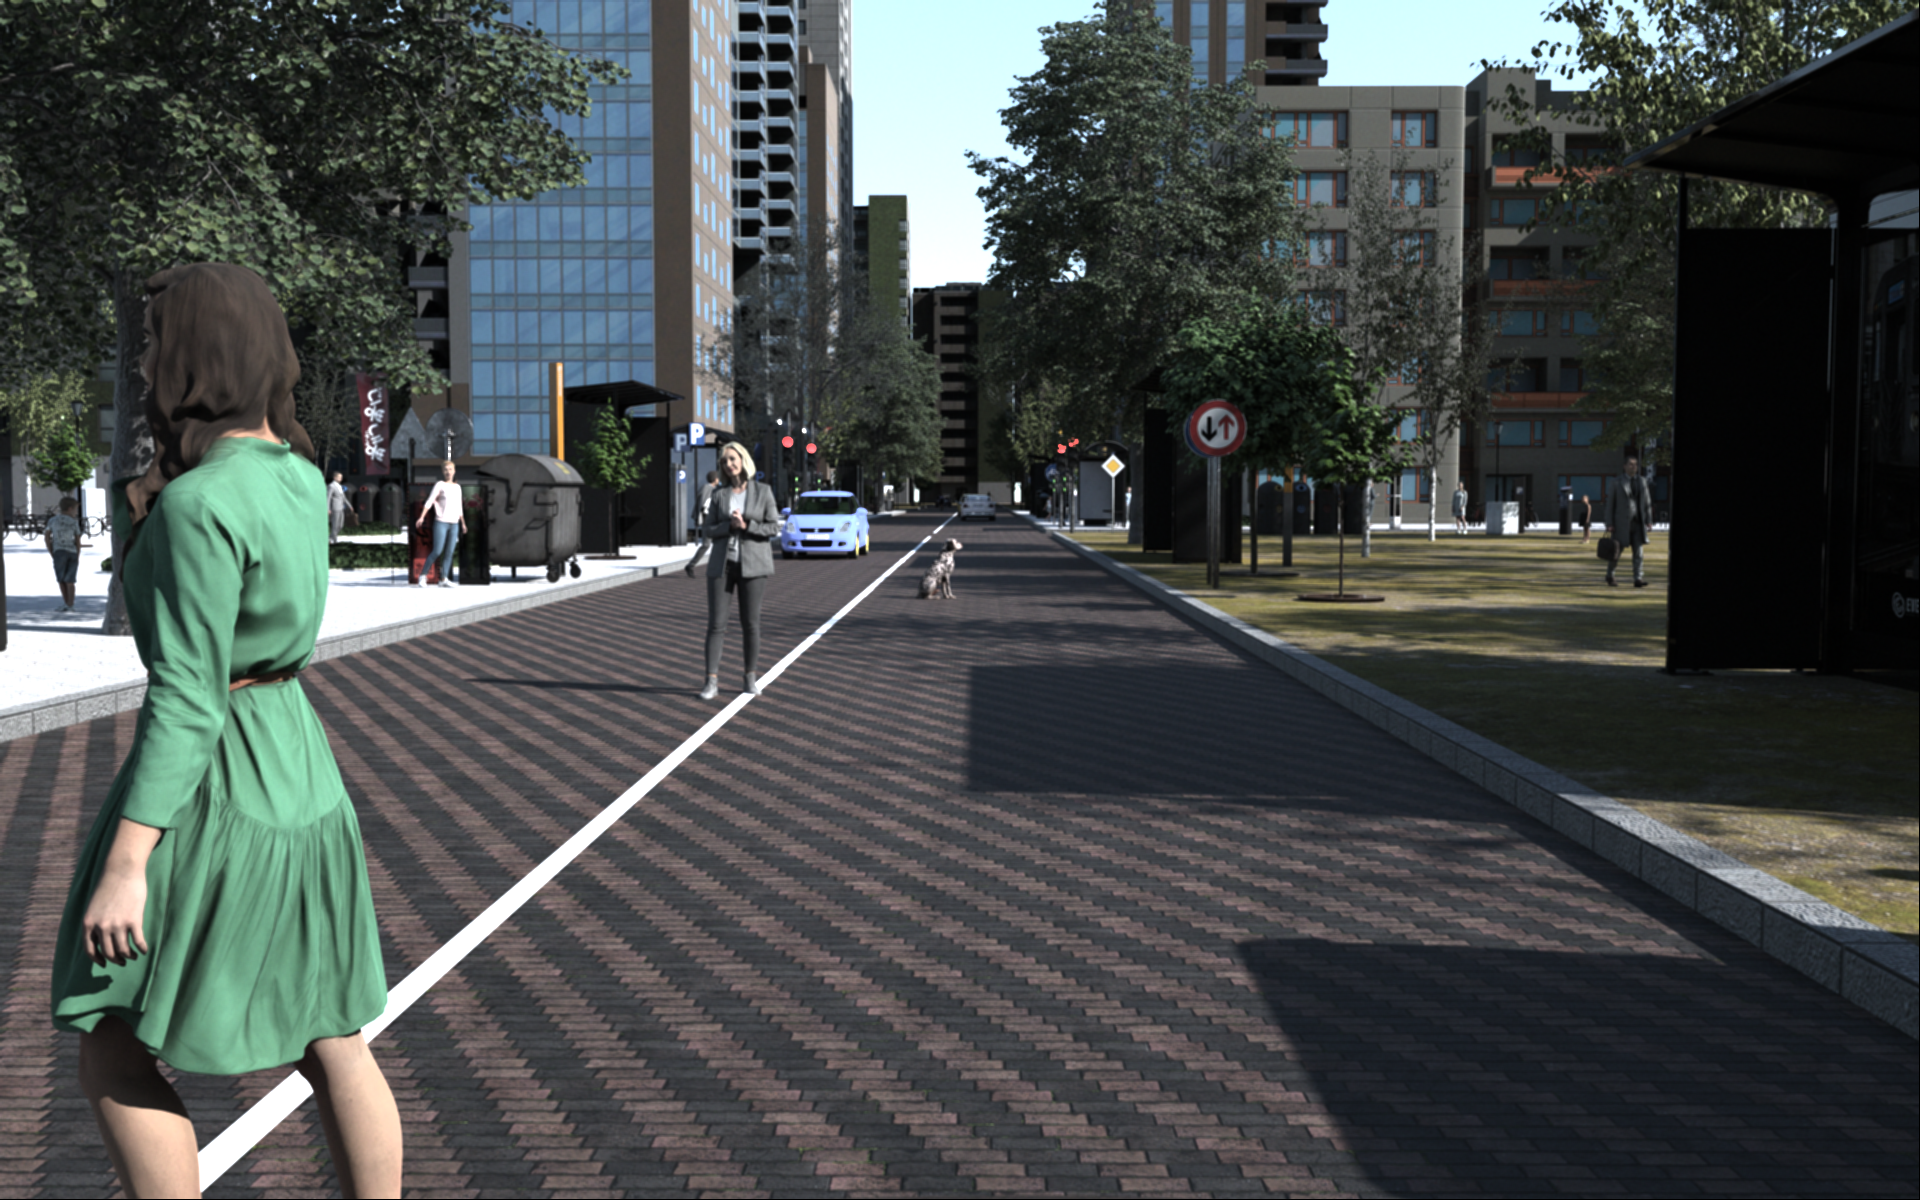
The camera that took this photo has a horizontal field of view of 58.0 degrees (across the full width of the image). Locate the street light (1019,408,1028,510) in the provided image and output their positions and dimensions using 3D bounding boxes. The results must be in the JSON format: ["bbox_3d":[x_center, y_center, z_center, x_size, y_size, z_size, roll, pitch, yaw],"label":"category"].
[{"bbox_3d":[4.051,-7.384,93.273,1.470,5.913,1.316,0,4,1],"label":"street light"}]

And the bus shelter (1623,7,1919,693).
[{"bbox_3d":[5.493,-1.096,9.208,1.731,3.624,6.357,0,4,1],"label":"bus shelter"}]

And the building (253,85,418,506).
[{"bbox_3d":[-68.104,-35.093,197.476,21.600,48.544,21.300,0,4,1],"label":"building"}]

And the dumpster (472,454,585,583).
[{"bbox_3d":[-6.387,-1.219,25.692,1.264,1.857,1.865,0,4,1],"label":"dumpster"}]

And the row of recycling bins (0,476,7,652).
[{"bbox_3d":[-8.043,-0.341,12.693,1.069,1.692,3.534,-1,4,-9],"label":"row of recycling bins"}]

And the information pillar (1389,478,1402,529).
[{"bbox_3d":[16.029,-3.625,63.753,0.304,2.012,0.304,-1,4,-22],"label":"information pillar"}]

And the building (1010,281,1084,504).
[{"bbox_3d":[14.508,-28.550,238.485,14.107,30.474,14.160,0,4,1],"label":"building"}]

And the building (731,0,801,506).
[{"bbox_3d":[-24.824,-51.449,153.868,22.319,86.520,31.000,0,4,1],"label":"building"}]

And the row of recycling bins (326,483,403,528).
[{"bbox_3d":[-22.786,-3.568,65.443,3.534,1.692,1.069,0,4,6],"label":"row of recycling bins"}]

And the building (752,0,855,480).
[{"bbox_3d":[-22.968,-46.394,196.792,20.611,71.187,20.563,0,4,1],"label":"building"}]

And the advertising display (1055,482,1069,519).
[{"bbox_3d":[5.247,-5.124,88.997,0.974,1.923,0.123,-3,5,-41],"label":"advertising display"}]

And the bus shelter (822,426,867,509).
[{"bbox_3d":[-7.001,-7.786,104.934,2.179,5.291,8.768,0,4,1],"label":"bus shelter"}]

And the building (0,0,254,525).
[{"bbox_3d":[-41.673,-18.774,78.656,14.107,30.474,14.160,0,4,1],"label":"building"}]

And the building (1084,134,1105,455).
[{"bbox_3d":[21.327,-31.572,199.790,14.154,41.232,14.086,0,4,1],"label":"building"}]

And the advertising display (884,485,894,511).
[{"bbox_3d":[-5.279,-7.468,127.316,0.974,1.923,0.123,-3,5,-42],"label":"advertising display"}]

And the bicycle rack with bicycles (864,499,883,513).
[{"bbox_3d":[-6.790,-6.272,115.932,2.925,0.926,2.852,0,4,7],"label":"bicycle rack with bicycles"}]

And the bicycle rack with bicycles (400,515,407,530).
[{"bbox_3d":[-16.938,-2.632,56.419,2.925,0.926,2.852,2,4,28],"label":"bicycle rack with bicycles"}]

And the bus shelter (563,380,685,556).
[{"bbox_3d":[-7.547,-2.911,38.877,1.731,3.624,6.357,0,4,1],"label":"bus shelter"}]

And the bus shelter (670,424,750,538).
[{"bbox_3d":[-7.770,-3.611,52.969,2.014,3.302,5.546,0,4,1],"label":"bus shelter"}]

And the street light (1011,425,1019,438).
[{"bbox_3d":[4.290,-8.780,116.090,1.470,5.913,1.316,0,4,1],"label":"street light"}]

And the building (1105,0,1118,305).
[{"bbox_3d":[23.940,-45.439,181.181,20.563,71.187,20.611,0,4,1],"label":"building"}]

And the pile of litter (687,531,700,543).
[{"bbox_3d":[-7.472,-1.955,45.931,1.176,0.858,1.719,2,4,34],"label":"pile of litter"}]

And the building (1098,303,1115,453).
[{"bbox_3d":[27.344,-19.102,157.364,27.650,21.520,28.899,0,4,1],"label":"building"}]

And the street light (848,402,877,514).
[{"bbox_3d":[-5.118,-7.055,87.898,1.470,5.913,1.316,0,4,1],"label":"street light"}]

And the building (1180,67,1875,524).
[{"bbox_3d":[27.076,-14.817,87.295,28.899,21.520,27.650,0,4,1],"label":"building"}]

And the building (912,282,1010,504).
[{"bbox_3d":[0.405,-28.583,239.030,14.107,30.474,14.160,0,4,1],"label":"building"}]

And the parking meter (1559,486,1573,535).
[{"bbox_3d":[19.076,-2.821,54.529,0.372,1.533,0.369,0,3,0],"label":"parking meter"}]

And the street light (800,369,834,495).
[{"bbox_3d":[-5.379,-5.636,64.688,1.470,5.913,1.316,0,4,1],"label":"street light"}]

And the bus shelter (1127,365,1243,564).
[{"bbox_3d":[4.457,-2.659,34.759,1.731,3.624,6.357,0,4,1],"label":"bus shelter"}]

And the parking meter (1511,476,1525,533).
[{"bbox_3d":[18.181,-3.102,56.424,0.399,1.863,0.255,0,4,7],"label":"parking meter"}]

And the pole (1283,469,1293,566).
[{"bbox_3d":[5.826,-2.256,30.732,0.158,3.312,0.155,0,3,0],"label":"pole"}]

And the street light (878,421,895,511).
[{"bbox_3d":[-4.871,-8.422,110.232,1.470,5.913,1.316,0,4,1],"label":"street light"}]

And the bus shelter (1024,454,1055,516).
[{"bbox_3d":[4.819,-6.926,104.523,1.731,3.624,6.357,0,4,0],"label":"bus shelter"}]

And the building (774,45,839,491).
[{"bbox_3d":[-19.941,-32.264,177.632,14.600,45.320,14.200,0,4,1],"label":"building"}]

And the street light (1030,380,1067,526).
[{"bbox_3d":[3.600,-5.964,70.060,1.470,5.913,1.316,0,4,1],"label":"street light"}]

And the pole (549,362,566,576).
[{"bbox_3d":[-6.270,-2.025,26.958,0.158,3.312,0.155,0,3,0],"label":"pole"}]

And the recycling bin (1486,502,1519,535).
[{"bbox_3d":[17.166,-2.585,54.824,0.722,1.027,0.722,-2,4,-26],"label":"recycling bin"}]

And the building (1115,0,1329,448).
[{"bbox_3d":[19.396,-29.476,132.048,14.600,45.320,14.200,0,4,1],"label":"building"}]

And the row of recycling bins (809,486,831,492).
[{"bbox_3d":[-7.074,-4.958,88.171,1.069,1.692,3.534,0,4,1],"label":"row of recycling bins"}]

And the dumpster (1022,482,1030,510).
[{"bbox_3d":[5.674,-8.178,136.204,1.502,2.255,1.985,0,4,1],"label":"dumpster"}]

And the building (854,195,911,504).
[{"bbox_3d":[-13.804,-33.946,238.614,14.086,41.232,14.154,0,4,1],"label":"building"}]

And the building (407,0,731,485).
[{"bbox_3d":[-19.963,-26.996,91.500,14.600,45.320,14.200,0,4,1],"label":"building"}]

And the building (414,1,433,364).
[{"bbox_3d":[-25.166,-41.819,121.984,20.563,71.187,20.611,0,4,1],"label":"building"}]

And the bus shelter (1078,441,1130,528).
[{"bbox_3d":[5.576,-4.550,68.313,2.014,3.302,5.546,0,4,1],"label":"bus shelter"}]

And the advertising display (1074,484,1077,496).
[{"bbox_3d":[7.236,-6.492,111.365,0.123,1.923,0.974,3,4,36],"label":"advertising display"}]

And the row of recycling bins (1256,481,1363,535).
[{"bbox_3d":[11.242,-2.953,55.392,3.534,1.692,1.069,0,4,-3],"label":"row of recycling bins"}]
